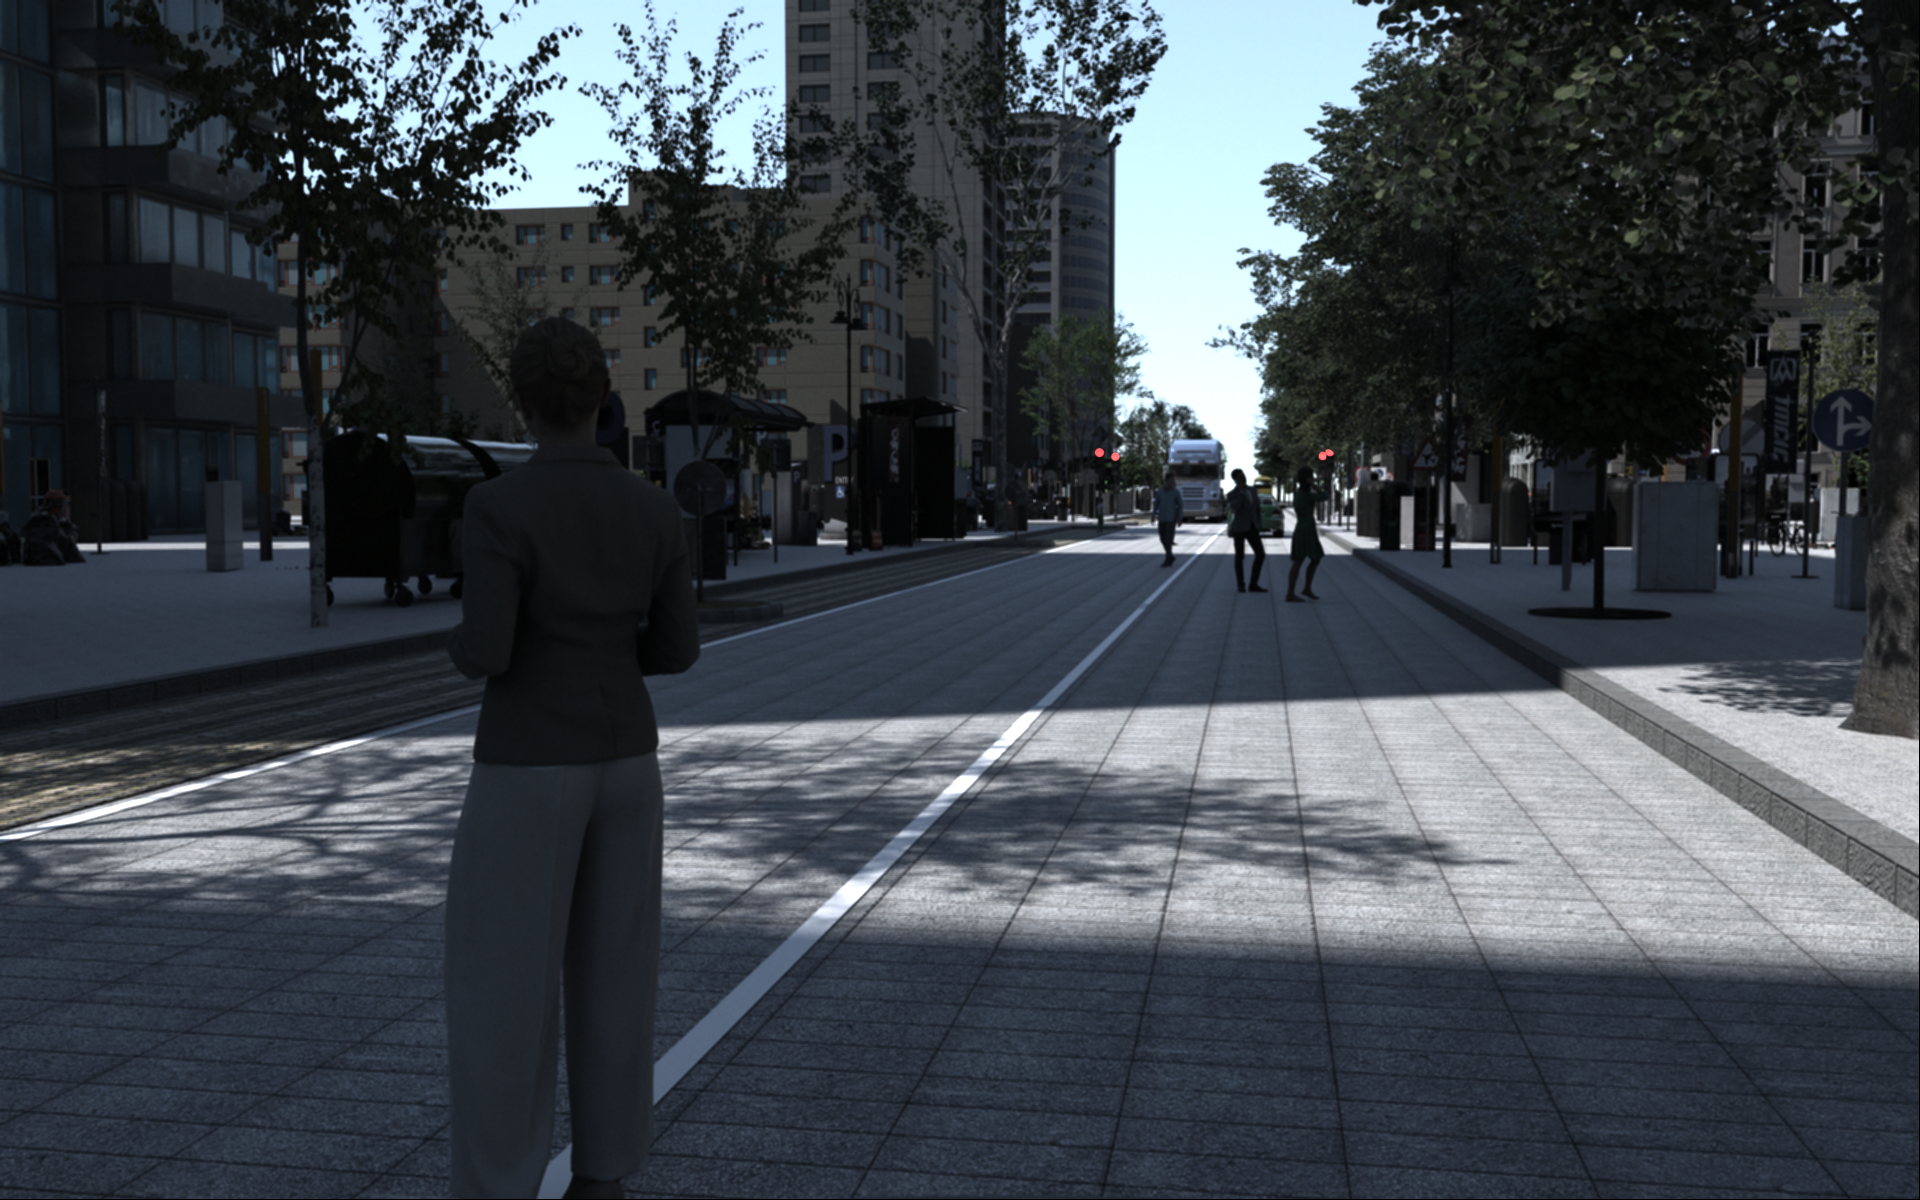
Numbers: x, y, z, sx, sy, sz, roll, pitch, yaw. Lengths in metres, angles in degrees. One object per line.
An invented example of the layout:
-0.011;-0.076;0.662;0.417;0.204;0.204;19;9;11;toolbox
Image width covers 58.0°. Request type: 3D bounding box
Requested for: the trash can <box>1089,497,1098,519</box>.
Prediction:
6.934;-4.791;89.994;0.748;1.137;0.748;0;3;0;trash can

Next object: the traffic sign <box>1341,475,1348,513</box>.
25.249;-6.958;113.866;0.768;2.556;0.104;1;4;18;traffic sign

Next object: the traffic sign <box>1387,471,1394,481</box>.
23.981;-5.932;97.086;0.768;2.556;0.104;1;4;18;traffic sign

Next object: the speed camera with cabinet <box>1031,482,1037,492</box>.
5.584;-9.103;143.161;0.660;3.252;2.038;-3;4;-38;speed camera with cabinet

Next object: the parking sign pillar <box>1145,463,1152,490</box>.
15.898;-9.783;148.426;1.447;3.967;1.447;-3;5;-44;parking sign pillar

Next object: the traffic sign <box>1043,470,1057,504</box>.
4.684;-5.542;90.713;0.768;2.556;0.104;1;4;15;traffic sign

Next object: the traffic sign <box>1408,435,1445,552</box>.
10.372;-2.348;38.399;0.884;2.594;0.081;1;4;12;traffic sign

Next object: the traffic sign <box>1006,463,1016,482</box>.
1.887;-4.314;70.638;0.768;2.556;0.104;1;4;14;traffic sign

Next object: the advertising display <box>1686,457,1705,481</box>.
12.907;-1.532;30.260;0.123;1.923;0.974;0;4;2;advertising display

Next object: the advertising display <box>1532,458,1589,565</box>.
10.885;-1.601;31.396;0.974;1.923;0.123;0;4;8;advertising display

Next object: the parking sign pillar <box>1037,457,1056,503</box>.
6.200;-8.316;124.445;1.447;3.967;1.447;-1;4;-11;parking sign pillar

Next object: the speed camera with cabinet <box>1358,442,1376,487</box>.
15.366;-4.307;64.749;0.660;3.252;2.038;0;4;2;speed camera with cabinet

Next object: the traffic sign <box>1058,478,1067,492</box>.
6.405;-6.545;109.145;0.606;2.300;0.079;1;4;12;traffic sign

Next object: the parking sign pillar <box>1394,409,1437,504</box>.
14.149;-4.071;55.040;1.447;3.967;1.447;2;4;27;parking sign pillar

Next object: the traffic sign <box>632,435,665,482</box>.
-5.446;-1.723;30.302;0.606;2.300;0.079;1;4;14;traffic sign

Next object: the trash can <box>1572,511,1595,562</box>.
11.684;-1.286;32.686;0.748;1.137;0.748;0;3;0;trash can

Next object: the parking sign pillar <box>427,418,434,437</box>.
-18.819;-4.497;61.994;1.447;3.967;1.447;-1;4;-23;parking sign pillar

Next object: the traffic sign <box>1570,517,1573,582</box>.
8.914;-1.541;25.298;0.768;2.556;0.104;1;4;14;traffic sign

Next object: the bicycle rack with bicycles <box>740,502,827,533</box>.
-5.446;-2.658;56.847;2.925;0.926;2.852;0;4;3;bicycle rack with bicycles

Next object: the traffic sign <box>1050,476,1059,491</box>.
5.794;-6.623;108.390;0.768;2.556;0.104;1;4;19;traffic sign

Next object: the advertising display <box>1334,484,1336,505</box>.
25.296;-6.834;116.953;0.123;1.923;0.974;1;4;9;advertising display

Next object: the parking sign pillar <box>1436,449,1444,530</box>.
17.761;-4.522;62.404;1.447;3.967;1.447;1;4;12;parking sign pillar

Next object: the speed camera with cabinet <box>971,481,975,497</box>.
0.453;-7.327;114.129;0.660;3.252;2.038;1;4;14;speed camera with cabinet

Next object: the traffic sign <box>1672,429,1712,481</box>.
13.197;-1.915;31.424;0.768;2.556;0.104;1;4;11;traffic sign

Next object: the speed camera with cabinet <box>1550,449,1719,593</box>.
8.915;-1.749;22.931;2.038;3.252;0.660;1;4;14;speed camera with cabinet

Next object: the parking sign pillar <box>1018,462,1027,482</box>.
5.298;-9.692;146.934;1.447;3.967;1.447;1;4;16;parking sign pillar

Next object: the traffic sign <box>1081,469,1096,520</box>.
6.368;-5.270;86.264;0.768;2.556;0.104;1;4;10;traffic sign

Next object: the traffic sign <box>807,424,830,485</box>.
-3.327;-3.433;50.000;2.265;3.308;0.079;1;4;13;traffic sign

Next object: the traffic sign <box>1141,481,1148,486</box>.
15.630;-8.997;147.202;0.768;2.556;0.104;1;4;19;traffic sign

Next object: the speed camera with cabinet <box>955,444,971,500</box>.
-0.502;-4.525;68.326;0.660;3.252;2.038;-2;4;-32;speed camera with cabinet

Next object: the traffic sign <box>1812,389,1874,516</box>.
10.748;-1.283;21.078;0.768;2.556;0.104;1;4;14;traffic sign

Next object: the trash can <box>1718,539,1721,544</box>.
19.564;-1.985;44.110;0.748;1.137;0.748;0;3;0;trash can

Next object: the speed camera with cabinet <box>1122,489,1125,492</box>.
11.341;-8.178;128.041;2.038;3.252;0.660;-2;4;-33;speed camera with cabinet

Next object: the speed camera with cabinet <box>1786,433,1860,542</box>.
23.143;-3.206;46.762;2.038;3.252;0.660;0;4;1;speed camera with cabinet

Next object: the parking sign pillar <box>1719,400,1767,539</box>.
22.673;-3.771;50.130;1.447;3.967;1.447;-2;4;-34;parking sign pillar

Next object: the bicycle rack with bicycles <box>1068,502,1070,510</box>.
9.806;-7.532;136.535;2.852;0.926;2.925;0;4;-8;bicycle rack with bicycles

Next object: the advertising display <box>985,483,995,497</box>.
1.982;-6.078;104.595;0.974;1.923;0.123;0;4;-6;advertising display

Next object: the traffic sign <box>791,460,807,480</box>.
-4.769;-3.015;51.424;0.606;2.300;0.079;1;4;15;traffic sign

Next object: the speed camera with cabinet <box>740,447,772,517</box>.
-8.539;-4.813;73.023;2.038;3.252;0.660;-1;4;-13;speed camera with cabinet

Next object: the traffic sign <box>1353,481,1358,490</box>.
33.350;-8.958;146.561;0.768;2.556;0.104;1;4;18;traffic sign

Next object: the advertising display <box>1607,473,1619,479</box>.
20.120;-3.000;54.266;0.123;1.923;0.974;-3;5;-45;advertising display

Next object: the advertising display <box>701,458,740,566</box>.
-4.346;-1.586;31.137;0.974;1.923;0.123;3;4;36;advertising display

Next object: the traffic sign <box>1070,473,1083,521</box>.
5.606;-4.977;83.501;0.606;2.300;0.079;1;4;19;traffic sign

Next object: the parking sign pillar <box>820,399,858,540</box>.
-3.238;-3.691;48.812;1.447;3.967;1.447;3;5;40;parking sign pillar

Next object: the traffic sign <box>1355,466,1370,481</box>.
17.877;-4.702;76.986;0.768;2.556;0.104;1;4;19;traffic sign

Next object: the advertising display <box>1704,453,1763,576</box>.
12.149;-1.347;27.231;0.974;1.923;0.123;-2;4;-23;advertising display

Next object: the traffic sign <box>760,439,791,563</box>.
-3.435;-1.843;32.258;0.606;2.300;0.079;1;4;14;traffic sign

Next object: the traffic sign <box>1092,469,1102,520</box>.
6.779;-5.327;87.200;0.768;2.556;0.104;1;4;12;traffic sign

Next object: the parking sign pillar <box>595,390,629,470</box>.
-6.734;-2.674;32.188;1.447;3.967;1.447;2;4;30;parking sign pillar

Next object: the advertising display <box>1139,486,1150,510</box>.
14.481;-8.001;136.028;0.974;1.923;0.123;2;4;34;advertising display

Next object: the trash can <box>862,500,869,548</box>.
-2.197;-1.802;41.116;0.748;1.137;0.748;0;3;0;trash can

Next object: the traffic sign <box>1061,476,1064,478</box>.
6.794;-7.196;117.764;0.768;2.556;0.104;1;4;11;traffic sign

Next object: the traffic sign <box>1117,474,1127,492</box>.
10.212;-6.714;109.877;0.768;2.556;0.104;1;4;18;traffic sign

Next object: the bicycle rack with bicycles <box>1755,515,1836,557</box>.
17.711;-1.349;35.431;2.852;0.926;2.925;3;5;43;bicycle rack with bicycles

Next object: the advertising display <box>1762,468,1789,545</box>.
20.556;-2.356;43.735;0.974;1.923;0.123;-2;4;-31;advertising display

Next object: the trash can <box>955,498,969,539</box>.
-0.113;-2.327;49.692;0.748;1.137;0.748;0;3;0;trash can

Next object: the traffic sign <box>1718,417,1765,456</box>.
13.023;-1.760;28.885;0.768;2.556;0.104;1;4;16;traffic sign

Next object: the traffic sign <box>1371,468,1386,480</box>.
15.982;-3.918;66.187;0.606;2.300;0.079;1;4;16;traffic sign
